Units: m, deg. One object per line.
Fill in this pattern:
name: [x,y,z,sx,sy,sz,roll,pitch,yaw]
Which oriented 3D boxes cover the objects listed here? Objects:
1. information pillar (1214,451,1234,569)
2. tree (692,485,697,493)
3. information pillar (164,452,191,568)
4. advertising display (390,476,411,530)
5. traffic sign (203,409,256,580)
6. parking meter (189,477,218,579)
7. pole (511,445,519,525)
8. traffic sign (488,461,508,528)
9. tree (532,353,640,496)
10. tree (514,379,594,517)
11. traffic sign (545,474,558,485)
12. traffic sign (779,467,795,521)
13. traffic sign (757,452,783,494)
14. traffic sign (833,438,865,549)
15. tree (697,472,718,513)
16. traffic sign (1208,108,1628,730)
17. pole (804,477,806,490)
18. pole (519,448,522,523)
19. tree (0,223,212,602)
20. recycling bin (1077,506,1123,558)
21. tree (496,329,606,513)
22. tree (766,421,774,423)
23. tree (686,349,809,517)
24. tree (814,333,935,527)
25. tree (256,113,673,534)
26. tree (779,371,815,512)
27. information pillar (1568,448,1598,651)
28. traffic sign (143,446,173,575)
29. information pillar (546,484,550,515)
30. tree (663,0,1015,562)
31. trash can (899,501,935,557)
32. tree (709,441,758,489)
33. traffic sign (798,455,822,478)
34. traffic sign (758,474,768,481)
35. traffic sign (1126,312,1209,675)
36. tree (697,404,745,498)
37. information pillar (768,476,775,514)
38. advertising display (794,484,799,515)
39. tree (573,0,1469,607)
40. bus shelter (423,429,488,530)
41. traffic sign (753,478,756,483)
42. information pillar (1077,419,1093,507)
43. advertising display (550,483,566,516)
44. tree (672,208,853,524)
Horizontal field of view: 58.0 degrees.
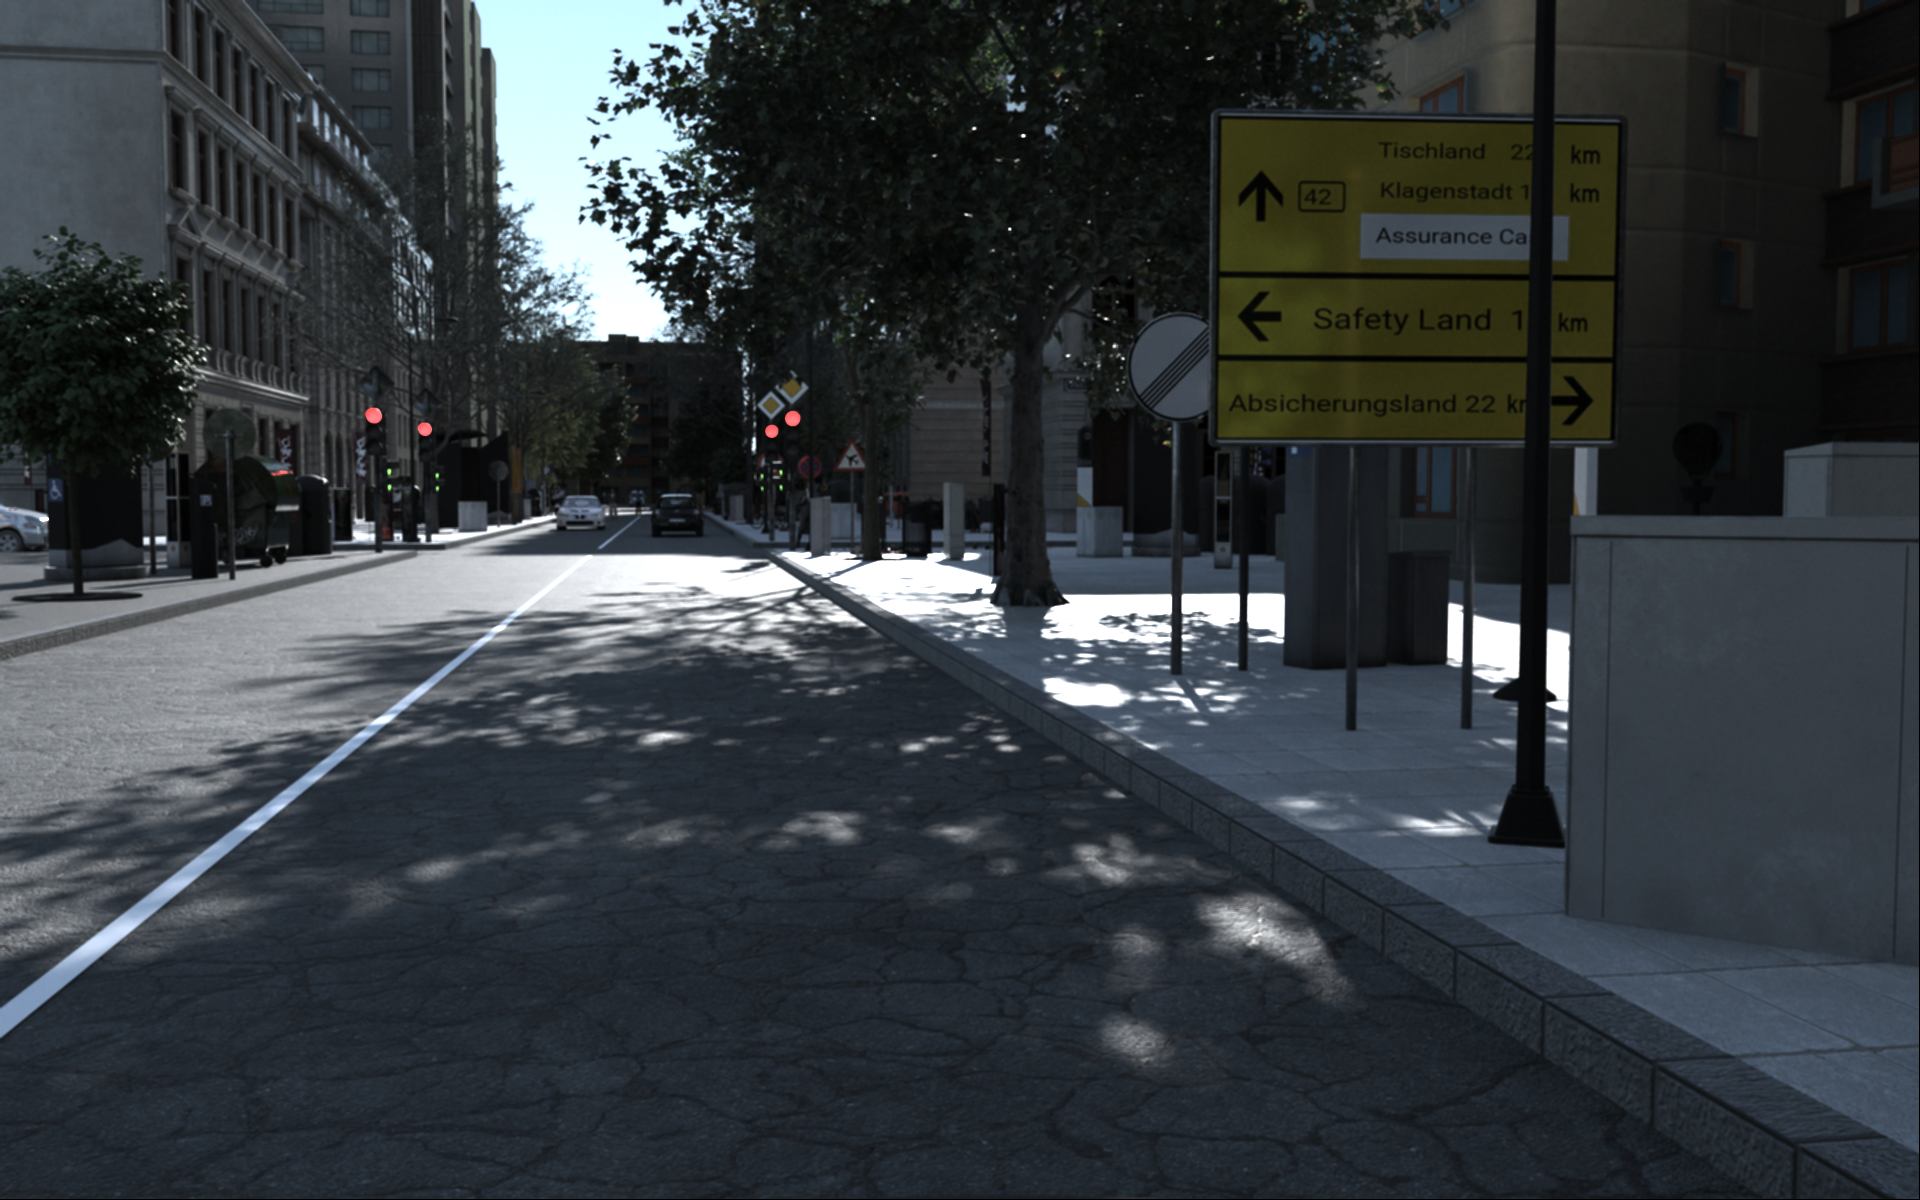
information pillar: [4.545,-1.550,29.828,0.304,2.012,0.304,1,4,13]
tree: [-28.070,-11.716,186.160,1.663,3.219,1.824,0,3,0]
information pillar: [-13.617,-1.571,30.174,0.304,2.012,0.304,1,4,20]
advertising display: [-20.302,-3.512,62.641,0.974,1.923,0.123,-1,4,-8]
traffic sign: [-10.902,-1.576,25.875,0.768,2.556,0.104,0,4,-7]
parking meter: [-11.520,-1.099,26.381,0.372,1.533,0.369,0,3,0]
pole: [-18.521,-4.773,71.889,0.158,3.312,0.155,0,3,0]
traffic sign: [-17.592,-4.029,65.985,0.768,2.556,0.104,0,4,-3]
tree: [-34.705,-15.566,161.158,9.857,13.997,8.962,0,3,0]
tree: [-23.237,-9.018,97.803,4.360,8.622,3.978,0,3,0]
traffic sign: [-24.628,-6.378,104.385,0.768,2.556,0.104,-1,4,-8]
traffic sign: [-8.080,-4.939,80.853,0.768,2.556,0.104,0,4,-1]
traffic sign: [-5.577,-3.115,51.031,0.768,2.556,0.104,0,4,0]
traffic sign: [-2.498,-2.453,40.114,0.884,2.594,0.081,0,4,-4]
tree: [-16.403,-7.509,117.366,1.663,3.219,1.824,0,3,0]
traffic sign: [2.451,-0.946,9.343,2.265,3.308,0.079,0,4,-4]
pole: [-10.751,-7.735,120.307,0.158,3.312,0.155,0,3,0]
pole: [-19.509,-5.065,76.663,0.158,3.312,0.155,0,3,0]
tree: [-10.855,-2.300,21.312,4.285,4.588,4.351,0,3,0]
recycling bin: [2.853,-1.395,35.366,0.722,1.027,0.722,-2,4,-26]
tree: [-27.474,-12.220,117.928,7.486,12.596,7.792,0,3,0]
tree: [-10.518,-9.865,111.662,4.737,8.622,4.395,0,3,0]
tree: [-11.667,-9.906,96.367,7.601,10.594,8.767,-1,4,-11]
tree: [-2.883,-7.116,66.715,4.737,8.622,4.395,0,3,0]
tree: [-16.773,-8.862,55.258,12.009,13.543,11.850,0,3,0]
tree: [-6.860,-8.431,88.216,4.737,8.622,4.395,0,3,0]
information pillar: [5.058,-1.383,13.966,0.183,3.616,0.504,0,4,8]
traffic sign: [-12.870,-1.679,27.557,0.768,2.556,0.104,0,4,-6]
information pillar: [-25.533,-6.270,107.003,0.304,2.012,0.304,-1,4,-17]
tree: [-1.874,-6.562,33.040,9.928,11.665,9.643,0,3,0]
trash can: [-0.880,-1.452,35.398,0.748,1.137,0.748,0,3,0]
tree: [-13.430,-7.347,103.833,4.285,4.588,4.351,0,3,0]
traffic sign: [-4.890,-3.452,56.546,0.768,2.556,0.104,0,4,-5]
traffic sign: [-9.642,-5.232,85.552,0.884,2.594,0.081,0,4,-3]
traffic sign: [1.538,-0.742,12.240,0.768,2.556,0.104,0,4,-8]
tree: [-19.224,-11.466,137.833,4.360,8.622,3.978,0,3,0]
information pillar: [-7.259,-4.606,66.661,0.183,3.616,0.504,-2,4,-32]
advertising display: [-10.157,-6.207,106.698,0.123,1.923,0.974,1,4,19]
tree: [0.787,-6.282,19.718,9.611,12.733,9.660,0,3,0]
bus shelter: [-19.050,-4.549,65.653,1.731,3.624,6.357,-1,4,-10]
traffic sign: [-13.908,-7.012,114.744,0.768,2.556,0.104,0,4,-1]
information pillar: [3.875,-3.799,53.464,0.504,3.616,0.183,1,4,22]
advertising display: [-24.050,-6.016,103.570,0.974,1.923,0.123,-3,5,-39]
tree: [-8.842,-9.980,73.535,12.009,13.543,11.850,0,3,0]
